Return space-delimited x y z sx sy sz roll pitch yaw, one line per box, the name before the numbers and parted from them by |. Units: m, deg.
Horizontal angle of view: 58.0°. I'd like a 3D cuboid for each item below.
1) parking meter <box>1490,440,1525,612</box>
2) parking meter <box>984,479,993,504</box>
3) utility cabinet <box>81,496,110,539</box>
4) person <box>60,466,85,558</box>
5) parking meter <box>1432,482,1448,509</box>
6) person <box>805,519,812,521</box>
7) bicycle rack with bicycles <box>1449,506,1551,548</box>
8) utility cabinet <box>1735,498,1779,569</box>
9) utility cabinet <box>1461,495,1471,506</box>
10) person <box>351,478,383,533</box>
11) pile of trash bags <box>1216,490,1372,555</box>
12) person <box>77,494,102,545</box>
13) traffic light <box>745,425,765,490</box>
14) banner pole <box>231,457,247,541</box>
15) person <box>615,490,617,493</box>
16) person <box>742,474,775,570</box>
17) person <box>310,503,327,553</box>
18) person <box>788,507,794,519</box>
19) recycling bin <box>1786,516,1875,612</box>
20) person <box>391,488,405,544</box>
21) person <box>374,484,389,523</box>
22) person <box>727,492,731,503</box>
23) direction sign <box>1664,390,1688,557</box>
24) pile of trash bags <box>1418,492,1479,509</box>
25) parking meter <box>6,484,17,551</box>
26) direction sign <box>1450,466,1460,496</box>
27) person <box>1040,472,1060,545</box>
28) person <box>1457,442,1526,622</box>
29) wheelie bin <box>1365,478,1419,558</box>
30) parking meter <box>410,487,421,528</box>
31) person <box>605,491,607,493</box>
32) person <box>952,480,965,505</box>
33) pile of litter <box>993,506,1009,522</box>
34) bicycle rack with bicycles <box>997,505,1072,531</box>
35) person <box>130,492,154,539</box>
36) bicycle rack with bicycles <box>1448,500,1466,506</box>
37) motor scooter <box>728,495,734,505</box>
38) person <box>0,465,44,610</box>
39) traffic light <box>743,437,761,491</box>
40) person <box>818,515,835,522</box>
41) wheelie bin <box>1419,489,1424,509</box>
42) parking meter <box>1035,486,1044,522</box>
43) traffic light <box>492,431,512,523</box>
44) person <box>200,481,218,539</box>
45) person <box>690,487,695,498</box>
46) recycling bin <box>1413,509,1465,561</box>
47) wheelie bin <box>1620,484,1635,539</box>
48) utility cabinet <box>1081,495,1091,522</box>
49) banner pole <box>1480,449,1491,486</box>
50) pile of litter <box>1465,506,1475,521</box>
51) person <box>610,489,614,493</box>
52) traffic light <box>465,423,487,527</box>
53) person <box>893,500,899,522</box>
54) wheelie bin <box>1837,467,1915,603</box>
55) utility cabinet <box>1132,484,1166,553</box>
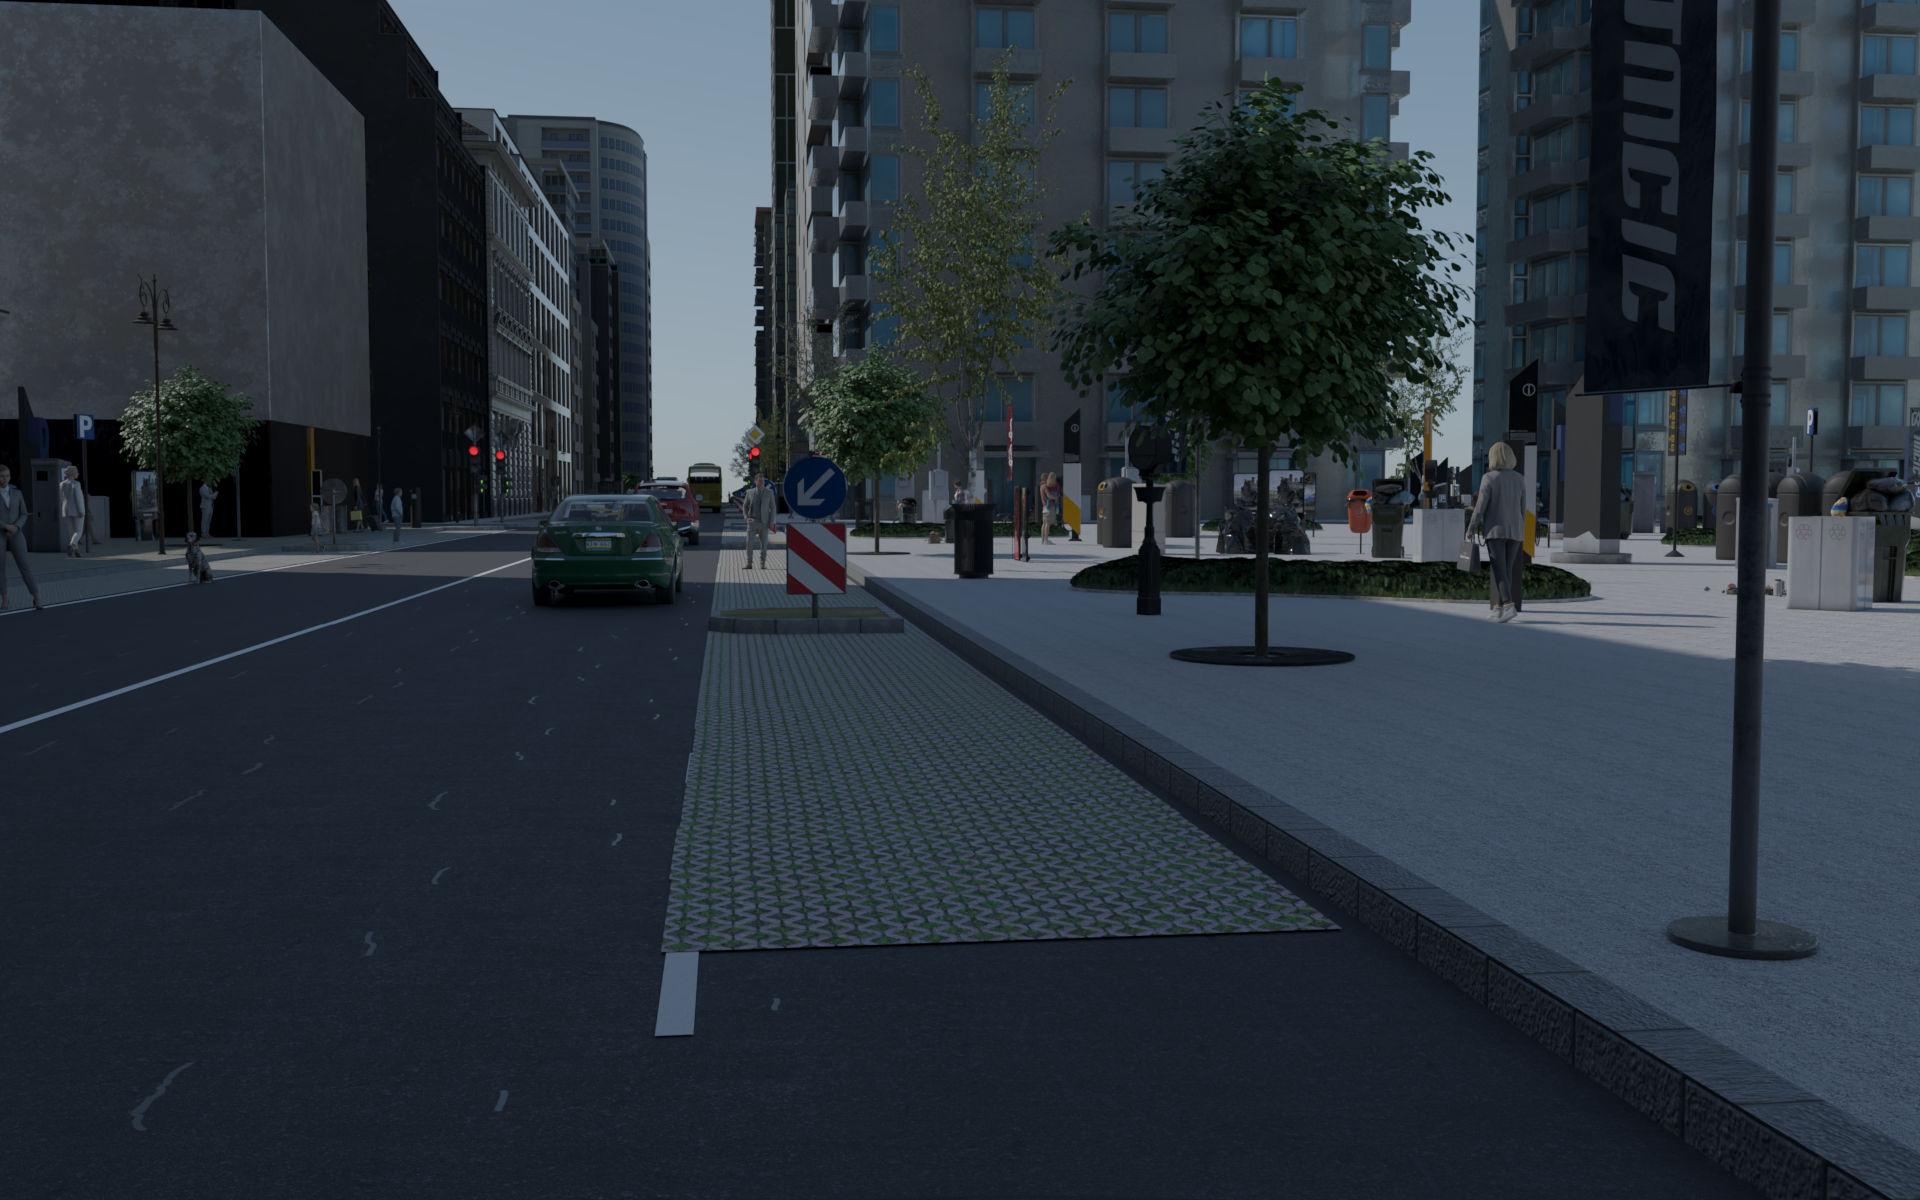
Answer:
parking meter | 5.987 -0.810 18.950 0.255 1.863 0.399 0 3 0
parking meter | 1.089 -3.850 68.666 0.255 1.863 0.399 -3 4 -37
utility cabinet | -25.115 -2.374 49.974 1.020 1.237 0.306 0 4 -3
person | -17.763 -1.756 34.630 0.514 1.842 0.818 0 4 -3
parking meter | 10.467 -1.805 37.915 0.372 1.533 0.369 0 3 0
person | -7.183 -4.685 82.835 0.606 1.804 0.583 0 4 -6
bicycle rack with bicycles | 13.234 -1.754 42.061 2.852 0.926 2.925 1 4 20
utility cabinet | 13.798 -1.151 29.974 1.020 1.237 0.306 -3 5 -41
utility cabinet | 40.652 -7.820 139.022 1.020 1.237 0.306 -3 5 -39
person | -19.917 -3.166 58.029 0.699 1.804 1.509 2 4 24
pile of trash bags | 7.169 -1.681 37.237 3.447 1.369 1.912 1 4 16
person | -22.152 -2.057 43.952 0.640 1.303 0.475 -2 4 -28
traffic light | -8.268 -4.951 69.868 0.839 4.253 0.868 0 4 -8
banner pole | -19.938 -3.527 47.687 0.401 3.779 0.863 -2 4 -33
person | -37.334 -11.103 188.266 1.217 1.739 0.721 2 4 25
person | -3.814 -1.480 32.800 0.635 1.810 0.391 0 4 -5
person | -15.487 -1.730 41.800 0.382 1.210 0.505 -1 4 -16
person | -8.684 -5.103 89.480 0.555 1.821 0.388 0 4 0
recycling bin | 9.706 -0.413 19.306 0.722 1.027 0.722 3 5 42
person | -15.953 -2.376 49.156 0.330 1.601 0.589 -2 4 -24
person | -25.172 -4.200 75.299 0.643 1.750 0.593 -2 4 -25
person | -36.671 -16.298 274.904 0.705 1.831 1.348 -3 4 -37
direction sign | 14.604 -2.648 35.297 0.379 3.537 0.876 0 4 1
pile of trash bags | 23.504 -4.448 82.476 3.447 1.369 1.912 -1 4 -20
parking meter | -21.325 -1.859 38.809 0.372 1.533 0.369 0 3 0
direction sign | 40.399 -9.143 141.489 0.876 3.537 0.379 -1 4 -13
person | 2.258 -2.321 43.965 0.580 1.828 0.573 2 4 32
person | 5.380 -0.684 17.409 0.709 1.800 0.728 -1 4 -10
wheelie bin | 8.630 -1.645 34.801 0.980 1.594 0.693 1 4 17
parking meter | -20.508 -3.478 65.272 0.372 1.533 0.369 0 3 0
person | -35.659 -10.212 174.481 0.415 1.643 0.593 -3 4 -36
person | 0.038 -2.882 53.996 0.643 1.720 0.563 -1 4 -15
pile of litter | 1.724 -4.062 80.380 1.176 0.858 1.719 0 4 -3
bicycle rack with bicycles | 2.589 -2.798 59.132 2.925 0.926 2.852 -1 4 -16
person | -23.271 -2.618 49.201 0.623 1.781 0.721 0 4 -6
bicycle rack with bicycles | 28.105 -5.244 99.129 2.925 0.926 2.852 0 4 5
motor scooter | -28.924 -12.630 219.275 0.815 1.314 1.986 -1 4 -9
person | -11.696 -0.770 21.372 0.573 1.790 0.520 2 4 27
traffic light | -9.326 -5.435 77.783 0.839 4.253 0.868 0 4 -8
person | -4.118 -2.895 53.333 0.622 1.834 0.822 -2 4 -30
wheelie bin | 15.847 -3.079 58.252 0.980 1.594 0.693 -2 4 -23
parking meter | 2.632 -2.937 56.438 0.372 1.533 0.369 0 3 0
traffic light | -20.189 -5.346 76.320 0.839 4.253 0.868 0 4 -8
person | -21.668 -2.677 49.998 0.466 1.800 0.511 -1 4 -14
person | -15.495 -5.596 99.970 0.573 1.828 0.580 0 4 -8
recycling bin | 8.052 -1.016 29.158 0.722 1.027 0.722 0 4 4
wheelie bin | 18.621 -2.529 49.259 0.693 1.594 0.980 -1 4 -13
utility cabinet | 5.567 -4.255 80.732 1.020 1.237 0.306 -1 4 -22
banner pole | 29.153 -6.491 96.152 0.863 3.779 0.401 2 4 30
pile of litter | 18.499 -2.997 62.972 1.719 0.858 1.176 3 4 38
person | -36.424 -10.694 180.970 0.705 1.814 1.350 2 4 26
traffic light | -19.131 -4.861 68.405 0.839 4.253 0.868 0 4 -8
person | -2.467 -3.710 70.956 0.590 1.304 0.306 1 4 17
wheelie bin | 10.918 -0.780 20.667 0.980 1.594 0.693 -1 4 -15
utility cabinet | 4.043 -1.734 37.035 0.318 1.500 1.173 -1 4 -16
